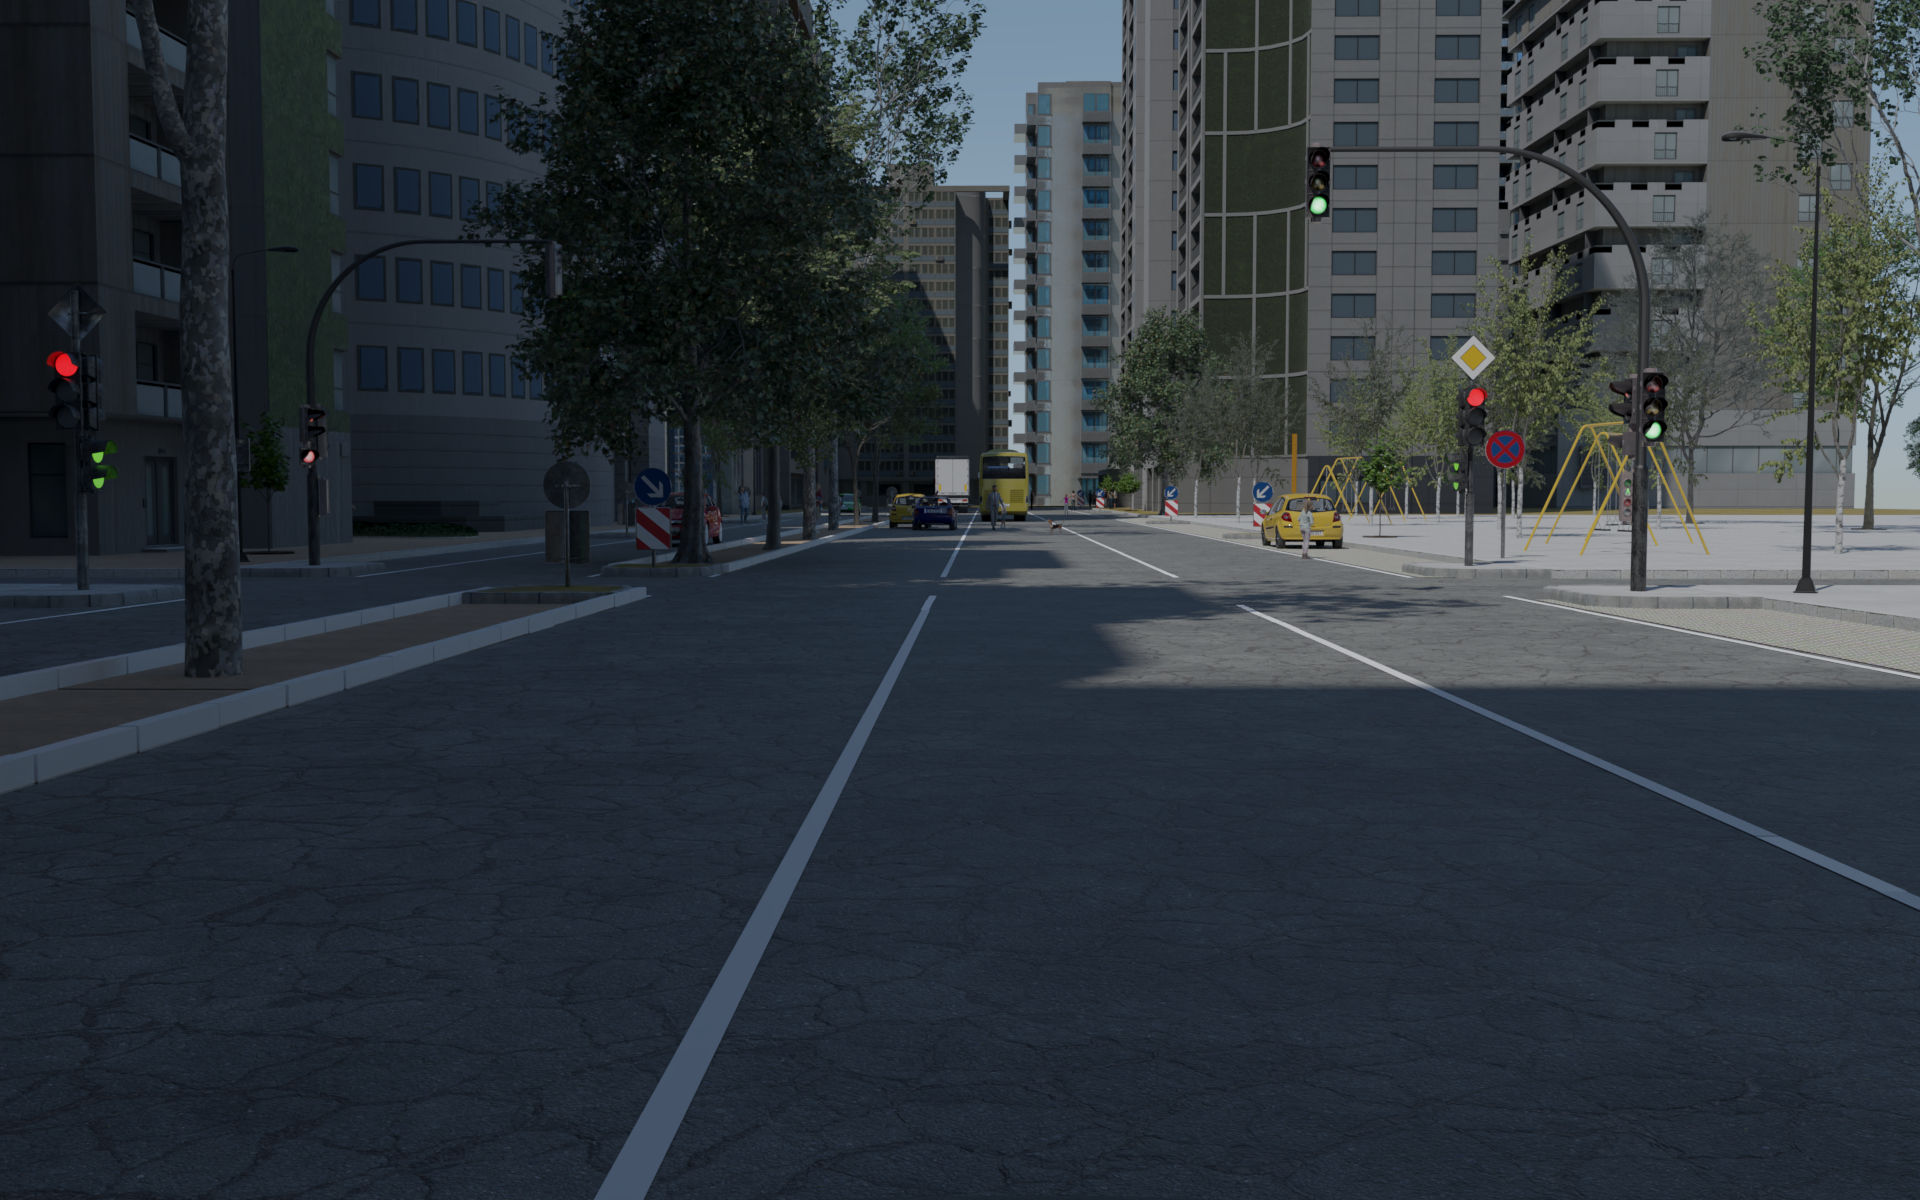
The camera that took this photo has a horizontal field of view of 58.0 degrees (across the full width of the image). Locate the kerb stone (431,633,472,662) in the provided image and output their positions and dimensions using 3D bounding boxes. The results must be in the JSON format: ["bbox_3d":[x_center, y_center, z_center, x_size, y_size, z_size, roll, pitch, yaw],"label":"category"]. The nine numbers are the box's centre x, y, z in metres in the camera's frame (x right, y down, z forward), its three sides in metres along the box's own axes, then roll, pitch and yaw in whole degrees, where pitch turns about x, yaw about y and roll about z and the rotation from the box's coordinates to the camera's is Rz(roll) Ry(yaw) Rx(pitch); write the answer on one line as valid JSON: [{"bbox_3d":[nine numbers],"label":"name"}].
[{"bbox_3d":[-4.524,0.430,15.229,0.120,0.150,1.000,0,4,1],"label":"kerb stone"}]

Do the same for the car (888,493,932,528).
[{"bbox_3d":[-2.088,-3.888,73.799,2.015,1.641,3.980,0,4,1],"label":"car"}]

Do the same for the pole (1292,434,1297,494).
[{"bbox_3d":[11.358,-3.976,58.858,0.158,3.312,0.155,0,3,0],"label":"pole"}]

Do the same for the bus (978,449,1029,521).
[{"bbox_3d":[2.358,-6.294,94.459,2.896,3.916,12.252,0,4,1],"label":"bus"}]

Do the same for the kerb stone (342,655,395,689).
[{"bbox_3d":[-4.548,0.556,13.180,0.120,0.150,1.000,0,4,1],"label":"kerb stone"}]

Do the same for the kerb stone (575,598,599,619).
[{"bbox_3d":[-4.446,0.113,20.343,0.120,0.150,1.000,0,4,1],"label":"kerb stone"}]

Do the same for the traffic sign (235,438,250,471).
[{"bbox_3d":[-13.266,-1.806,31.651,0.606,2.300,0.079,0,4,6],"label":"traffic sign"}]

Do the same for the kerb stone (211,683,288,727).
[{"bbox_3d":[-4.591,0.678,11.117,0.120,0.150,1.000,0,4,1],"label":"kerb stone"}]

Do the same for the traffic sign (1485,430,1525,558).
[{"bbox_3d":[10.832,-2.103,34.491,0.768,2.556,0.104,0,4,8],"label":"traffic sign"}]

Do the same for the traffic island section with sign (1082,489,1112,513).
[{"bbox_3d":[10.647,-7.639,133.522,1.989,1.847,2.006,0,4,1],"label":"traffic island section with sign"}]

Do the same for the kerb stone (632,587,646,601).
[{"bbox_3d":[-4.397,-0.071,23.408,0.120,0.150,1.000,0,4,1],"label":"kerb stone"}]

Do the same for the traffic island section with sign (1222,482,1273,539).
[{"bbox_3d":[9.468,-2.866,55.482,1.989,1.847,2.006,0,4,1],"label":"traffic island section with sign"}]

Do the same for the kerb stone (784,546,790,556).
[{"bbox_3d":[-4.146,-1.111,40.354,0.120,0.150,1.000,0,4,1],"label":"kerb stone"}]

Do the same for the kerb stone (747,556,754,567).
[{"bbox_3d":[-4.241,-0.731,34.192,0.120,0.150,1.000,0,4,1],"label":"kerb stone"}]

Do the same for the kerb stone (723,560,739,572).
[{"bbox_3d":[-4.275,-0.609,32.148,0.120,0.150,1.000,0,4,1],"label":"kerb stone"}]

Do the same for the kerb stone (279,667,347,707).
[{"bbox_3d":[-4.569,0.614,12.154,0.120,0.150,1.000,0,4,1],"label":"kerb stone"}]

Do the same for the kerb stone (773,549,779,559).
[{"bbox_3d":[-4.176,-0.983,38.302,0.120,0.150,1.000,0,4,1],"label":"kerb stone"}]

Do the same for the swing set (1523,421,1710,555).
[{"bbox_3d":[14.229,-2.456,37.773,2.862,2.851,3.119,0,4,-5],"label":"swing set"}]

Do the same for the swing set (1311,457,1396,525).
[{"bbox_3d":[16.623,-4.681,74.154,2.862,2.851,3.119,0,4,-6],"label":"swing set"}]

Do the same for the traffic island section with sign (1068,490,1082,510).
[{"bbox_3d":[11.058,-9.308,160.820,1.989,1.847,2.006,0,4,1],"label":"traffic island section with sign"}]

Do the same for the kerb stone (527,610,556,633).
[{"bbox_3d":[-4.478,0.239,18.294,0.120,0.150,1.000,0,4,1],"label":"kerb stone"}]

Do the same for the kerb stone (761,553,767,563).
[{"bbox_3d":[-4.213,-0.860,36.254,0.120,0.150,1.000,0,4,1],"label":"kerb stone"}]

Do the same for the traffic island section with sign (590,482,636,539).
[{"bbox_3d":[-10.940,-2.934,56.603,1.989,1.847,2.006,0,4,1],"label":"traffic island section with sign"}]

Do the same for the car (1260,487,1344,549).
[{"bbox_3d":[9.121,-2.211,46.381,2.015,1.641,3.980,0,4,2],"label":"car"}]

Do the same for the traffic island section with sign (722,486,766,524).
[{"bbox_3d":[-10.522,-4.643,84.534,1.989,1.847,2.006,0,4,1],"label":"traffic island section with sign"}]

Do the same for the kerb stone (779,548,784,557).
[{"bbox_3d":[-4.162,-1.048,39.324,0.120,0.150,1.000,0,4,1],"label":"kerb stone"}]

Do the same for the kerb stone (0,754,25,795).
[{"bbox_3d":[-4.633,0.866,8.042,0.120,0.150,1.000,0,4,1],"label":"kerb stone"}]

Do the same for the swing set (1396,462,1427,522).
[{"bbox_3d":[20.326,-5.187,82.425,2.862,2.851,3.119,2,4,34],"label":"swing set"}]

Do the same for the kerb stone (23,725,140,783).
[{"bbox_3d":[-4.618,0.807,9.074,0.120,0.150,1.000,0,4,1],"label":"kerb stone"}]

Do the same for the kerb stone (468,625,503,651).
[{"bbox_3d":[-4.512,0.367,16.250,0.120,0.150,1.000,0,4,1],"label":"kerb stone"}]

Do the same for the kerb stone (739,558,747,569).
[{"bbox_3d":[-4.256,-0.671,33.170,0.120,0.150,1.000,0,4,1],"label":"kerb stone"}]

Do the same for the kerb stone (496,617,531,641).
[{"bbox_3d":[-4.497,0.301,17.272,0.120,0.150,1.000,0,4,1],"label":"kerb stone"}]

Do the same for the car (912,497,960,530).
[{"bbox_3d":[-0.994,-3.489,69.627,1.945,1.354,3.894,0,4,2],"label":"car"}]

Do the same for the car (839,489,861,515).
[{"bbox_3d":[-7.681,-6.606,116.799,1.959,1.807,4.718,0,4,1],"label":"car"}]

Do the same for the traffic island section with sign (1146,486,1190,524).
[{"bbox_3d":[9.871,-4.514,82.434,1.989,1.847,2.006,0,4,1],"label":"traffic island section with sign"}]

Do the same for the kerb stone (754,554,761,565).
[{"bbox_3d":[-4.225,-0.797,35.232,0.120,0.150,1.000,0,4,1],"label":"kerb stone"}]

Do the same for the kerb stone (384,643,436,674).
[{"bbox_3d":[-4.540,0.489,14.207,0.120,0.150,1.000,0,4,1],"label":"kerb stone"}]

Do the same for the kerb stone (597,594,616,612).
[{"bbox_3d":[-4.438,0.051,21.365,0.120,0.150,1.000,0,4,1],"label":"kerb stone"}]

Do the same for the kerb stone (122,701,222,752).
[{"bbox_3d":[-4.599,0.740,10.095,0.120,0.150,1.000,0,4,1],"label":"kerb stone"}]

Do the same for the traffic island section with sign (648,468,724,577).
[{"bbox_3d":[-5.326,-1.384,30.763,2.006,1.907,1.989,0,4,1],"label":"traffic island section with sign"}]

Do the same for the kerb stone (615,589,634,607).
[{"bbox_3d":[-4.411,-0.007,22.386,0.120,0.150,1.000,0,4,1],"label":"kerb stone"}]

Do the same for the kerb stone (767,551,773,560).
[{"bbox_3d":[-4.196,-0.922,37.276,0.120,0.150,1.000,0,4,1],"label":"kerb stone"}]

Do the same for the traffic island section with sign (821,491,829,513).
[{"bbox_3d":[-9.793,-7.604,132.945,1.989,1.847,2.006,0,4,1],"label":"traffic island section with sign"}]

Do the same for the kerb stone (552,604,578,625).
[{"bbox_3d":[-4.467,0.176,19.316,0.120,0.150,1.000,0,4,1],"label":"kerb stone"}]

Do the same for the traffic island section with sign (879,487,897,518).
[{"bbox_3d":[-4.205,-5.979,105.893,2.006,1.907,1.989,0,4,1],"label":"traffic island section with sign"}]

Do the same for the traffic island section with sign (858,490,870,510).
[{"bbox_3d":[-9.376,-9.252,159.897,1.989,1.847,2.006,0,4,1],"label":"traffic island section with sign"}]

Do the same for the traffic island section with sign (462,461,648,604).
[{"bbox_3d":[-5.447,-0.931,23.357,2.006,1.907,1.989,0,4,1],"label":"traffic island section with sign"}]

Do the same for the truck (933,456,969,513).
[{"bbox_3d":[-0.648,-8.806,132.897,2.839,4.237,11.283,0,4,-1],"label":"truck"}]

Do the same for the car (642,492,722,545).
[{"bbox_3d":[-7.809,-2.427,48.721,2.155,1.783,4.494,0,4,0],"label":"car"}]
